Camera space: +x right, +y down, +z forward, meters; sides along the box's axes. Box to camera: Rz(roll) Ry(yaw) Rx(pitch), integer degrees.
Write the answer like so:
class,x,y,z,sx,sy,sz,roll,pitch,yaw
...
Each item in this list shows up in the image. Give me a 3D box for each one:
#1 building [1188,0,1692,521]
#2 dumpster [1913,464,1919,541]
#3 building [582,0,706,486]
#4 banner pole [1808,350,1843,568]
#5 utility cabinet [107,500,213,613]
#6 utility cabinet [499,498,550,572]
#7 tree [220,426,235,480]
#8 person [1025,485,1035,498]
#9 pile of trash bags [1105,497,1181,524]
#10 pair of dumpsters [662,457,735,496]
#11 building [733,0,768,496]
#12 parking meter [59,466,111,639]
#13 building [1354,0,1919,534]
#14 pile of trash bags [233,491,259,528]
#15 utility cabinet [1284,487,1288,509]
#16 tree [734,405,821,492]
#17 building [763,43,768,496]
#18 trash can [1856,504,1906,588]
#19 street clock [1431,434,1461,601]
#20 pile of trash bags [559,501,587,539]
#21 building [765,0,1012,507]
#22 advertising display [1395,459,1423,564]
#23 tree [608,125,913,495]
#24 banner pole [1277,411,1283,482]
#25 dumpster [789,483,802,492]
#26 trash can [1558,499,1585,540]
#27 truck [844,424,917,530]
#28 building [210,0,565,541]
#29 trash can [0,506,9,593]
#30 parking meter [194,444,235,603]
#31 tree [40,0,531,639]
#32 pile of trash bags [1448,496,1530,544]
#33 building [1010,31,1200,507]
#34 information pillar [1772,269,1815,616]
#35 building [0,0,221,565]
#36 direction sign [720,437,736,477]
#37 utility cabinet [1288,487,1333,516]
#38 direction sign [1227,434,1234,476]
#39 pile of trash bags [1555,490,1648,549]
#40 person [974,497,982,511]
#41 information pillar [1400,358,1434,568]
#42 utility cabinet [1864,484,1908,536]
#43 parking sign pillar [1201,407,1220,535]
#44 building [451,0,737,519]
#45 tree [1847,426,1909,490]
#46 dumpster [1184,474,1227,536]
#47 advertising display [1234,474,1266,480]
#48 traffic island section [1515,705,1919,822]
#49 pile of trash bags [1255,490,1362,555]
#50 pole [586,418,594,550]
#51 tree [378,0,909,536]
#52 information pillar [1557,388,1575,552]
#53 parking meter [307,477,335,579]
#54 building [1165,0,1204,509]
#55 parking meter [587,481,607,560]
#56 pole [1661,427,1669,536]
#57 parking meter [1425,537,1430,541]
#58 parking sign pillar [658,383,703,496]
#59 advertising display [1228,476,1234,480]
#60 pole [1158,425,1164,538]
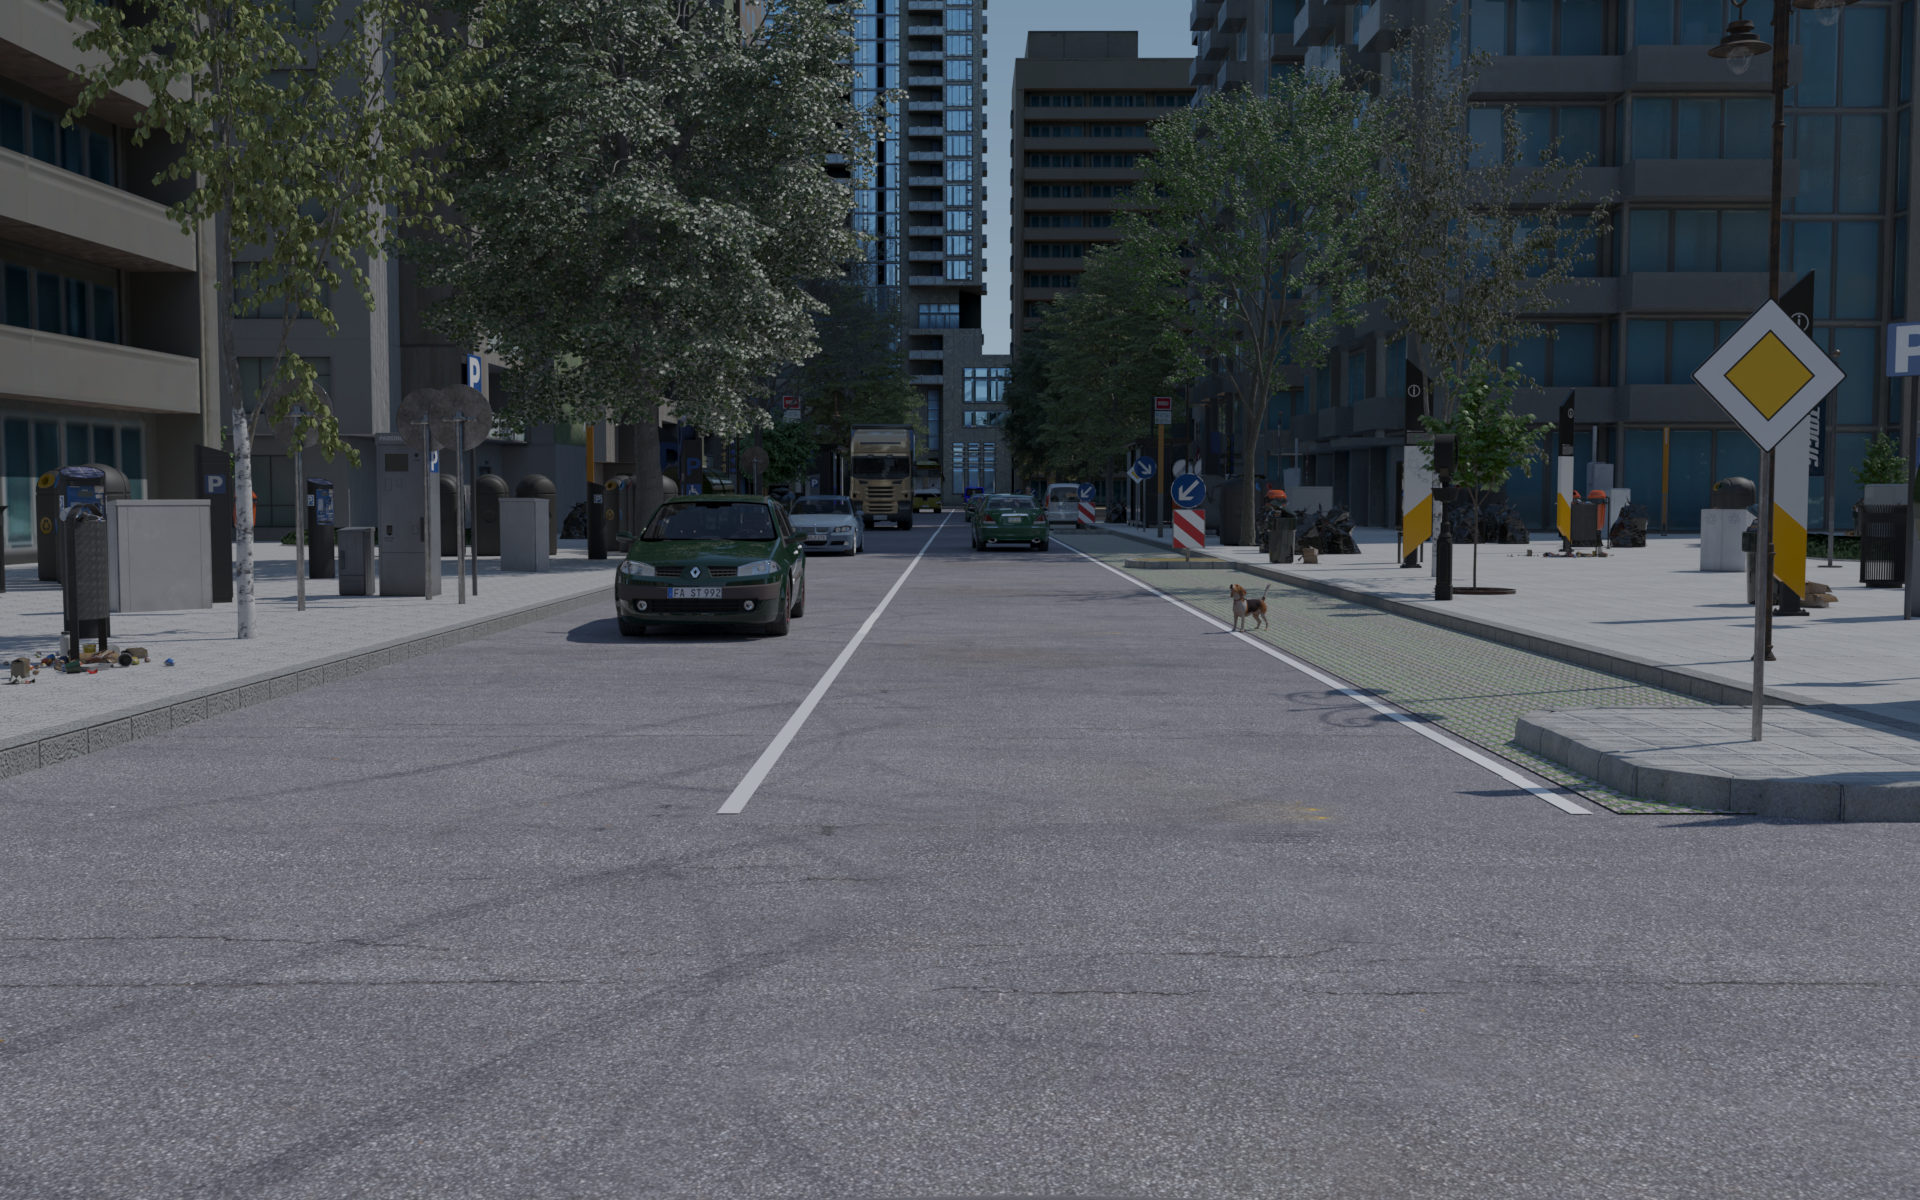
class,x,y,z,sx,sy,sz,roll,pitch,yaw
building,26.054,-29.709,105.345,23.786,49.044,30.456,0,4,0
dumpster,6.722,-0.454,9.923,1.502,2.255,1.985,0,4,0
building,-21.488,-19.537,91.127,14.160,30.474,14.107,0,4,0
banner pole,15.100,-2.468,30.374,0.401,3.779,0.863,-2,4,-30
utility cabinet,-8.828,-0.486,19.109,0.306,1.237,1.020,3,5,43
utility cabinet,-7.232,-1.077,28.774,1.020,1.237,0.306,3,5,41
tree,-18.667,-2.951,42.853,1.663,3.219,1.824,0,3,0
person,2.370,-3.150,60.757,0.760,1.731,0.466,2,4,35
pile of trash bags,8.065,-4.048,75.942,3.447,1.369,1.912,1,4,9
pair of dumpsters,-6.799,-2.562,44.377,1.574,2.255,4.437,0,4,0
building,-21.057,-28.699,119.335,14.600,45.320,14.200,0,4,0
parking meter,-7.807,-0.431,15.451,0.372,1.533,0.369,0,3,0
building,25.774,-27.432,68.115,23.786,49.044,30.456,0,4,0
pile of trash bags,-18.097,-1.864,40.237,3.447,1.369,1.912,-3,4,-38
utility cabinet,10.986,-2.910,56.256,1.173,1.500,0.318,2,4,24
tree,-6.786,-4.912,64.023,4.285,4.588,4.351,0,3,0
building,-29.097,-29.719,140.527,28.867,44.769,22.147,0,4,0
trash can,12.699,-0.741,23.768,0.748,1.137,0.748,0,3,0
street clock,5.848,-0.998,20.880,0.358,2.002,0.471,2,4,24
pile of trash bags,-10.208,-2.496,50.564,1.912,1.369,3.447,1,4,14
building,-10.201,-53.296,184.067,31.000,86.520,22.319,0,4,0
advertising display,8.387,-1.650,32.187,0.123,1.923,0.974,3,5,43
tree,-6.433,-8.868,55.355,12.009,13.543,11.850,0,3,0
banner pole,9.625,-3.807,52.256,0.401,3.779,0.863,1,4,16
dumpster,-7.642,-4.584,80.700,1.264,1.857,1.865,0,4,0
trash can,17.203,-2.273,48.823,0.748,1.137,0.748,0,3,0
truck,-3.151,-5.056,71.584,2.839,4.237,11.283,0,4,-1
building,-19.842,-22.538,52.094,14.154,41.232,14.086,0,4,0
trash can,-12.108,-0.591,21.320,0.748,1.137,0.748,0,3,0
parking meter,-8.784,-0.900,20.431,0.399,1.863,0.255,-2,4,-33
tree,-6.100,-3.964,15.169,4.737,8.622,4.395,0,3,0
pile of trash bags,14.316,-2.154,44.972,3.447,1.369,1.912,1,4,12
building,16.101,-34.375,185.731,21.600,48.544,21.300,0,4,0
information pillar,8.669,-1.640,18.165,0.504,3.616,0.183,0,4,2
building,-26.850,-24.611,26.097,21.300,48.544,21.600,0,4,0
direction sign,-9.288,-4.738,69.464,0.876,3.537,0.379,3,5,40
utility cabinet,10.377,-2.594,51.093,1.173,1.500,0.318,1,4,15
direction sign,10.212,-4.493,65.464,0.379,3.537,0.876,0,4,-6
pile of trash bags,15.550,-1.958,41.763,1.912,1.369,3.447,2,4,26
person,0.829,-3.592,71.508,0.475,1.303,0.640,-1,4,-12
information pillar,7.905,-2.360,29.939,0.504,3.616,0.183,0,4,3
utility cabinet,20.508,-1.793,37.999,1.173,1.500,0.318,3,4,38
parking sign pillar,7.835,-4.026,54.298,1.447,3.967,1.447,0,4,2
building,-21.467,-25.786,105.197,14.154,41.232,14.086,0,4,0
tree,26.274,-3.370,49.694,1.663,3.219,1.824,0,3,0
dumpster,7.351,-2.809,51.681,1.264,1.857,1.865,0,3,0
advertising display,9.610,-3.177,57.155,0.974,1.923,0.123,2,4,31
traffic island section,4.164,0.811,9.020,2.009,0.180,2.903,0,4,0
pile of trash bags,7.404,-1.731,38.060,1.912,1.369,3.447,-1,4,-10
pole,-8.480,-2.806,39.724,0.158,3.312,0.155,0,3,0
tree,-5.794,-7.658,31.869,9.857,13.997,8.962,0,3,0
information pillar,13.408,-2.872,38.314,0.504,3.616,0.183,-3,5,-39
parking meter,-9.689,-1.092,26.264,0.372,1.533,0.369,0,3,0
building,26.598,-50.287,134.870,22.319,86.520,31.000,0,4,0
parking meter,-7.137,-1.569,34.069,0.372,1.533,0.369,0,3,0
pole,21.452,-3.599,52.679,0.158,3.312,0.155,0,3,0
parking meter,12.621,-2.368,47.131,0.372,1.533,0.369,0,3,0
parking sign pillar,-6.318,-3.192,40.656,1.447,3.967,1.447,-1,4,-14
advertising display,10.025,-3.459,61.768,0.974,1.923,0.123,1,4,10
pole,5.909,-3.495,50.994,0.158,3.312,0.155,0,3,0
